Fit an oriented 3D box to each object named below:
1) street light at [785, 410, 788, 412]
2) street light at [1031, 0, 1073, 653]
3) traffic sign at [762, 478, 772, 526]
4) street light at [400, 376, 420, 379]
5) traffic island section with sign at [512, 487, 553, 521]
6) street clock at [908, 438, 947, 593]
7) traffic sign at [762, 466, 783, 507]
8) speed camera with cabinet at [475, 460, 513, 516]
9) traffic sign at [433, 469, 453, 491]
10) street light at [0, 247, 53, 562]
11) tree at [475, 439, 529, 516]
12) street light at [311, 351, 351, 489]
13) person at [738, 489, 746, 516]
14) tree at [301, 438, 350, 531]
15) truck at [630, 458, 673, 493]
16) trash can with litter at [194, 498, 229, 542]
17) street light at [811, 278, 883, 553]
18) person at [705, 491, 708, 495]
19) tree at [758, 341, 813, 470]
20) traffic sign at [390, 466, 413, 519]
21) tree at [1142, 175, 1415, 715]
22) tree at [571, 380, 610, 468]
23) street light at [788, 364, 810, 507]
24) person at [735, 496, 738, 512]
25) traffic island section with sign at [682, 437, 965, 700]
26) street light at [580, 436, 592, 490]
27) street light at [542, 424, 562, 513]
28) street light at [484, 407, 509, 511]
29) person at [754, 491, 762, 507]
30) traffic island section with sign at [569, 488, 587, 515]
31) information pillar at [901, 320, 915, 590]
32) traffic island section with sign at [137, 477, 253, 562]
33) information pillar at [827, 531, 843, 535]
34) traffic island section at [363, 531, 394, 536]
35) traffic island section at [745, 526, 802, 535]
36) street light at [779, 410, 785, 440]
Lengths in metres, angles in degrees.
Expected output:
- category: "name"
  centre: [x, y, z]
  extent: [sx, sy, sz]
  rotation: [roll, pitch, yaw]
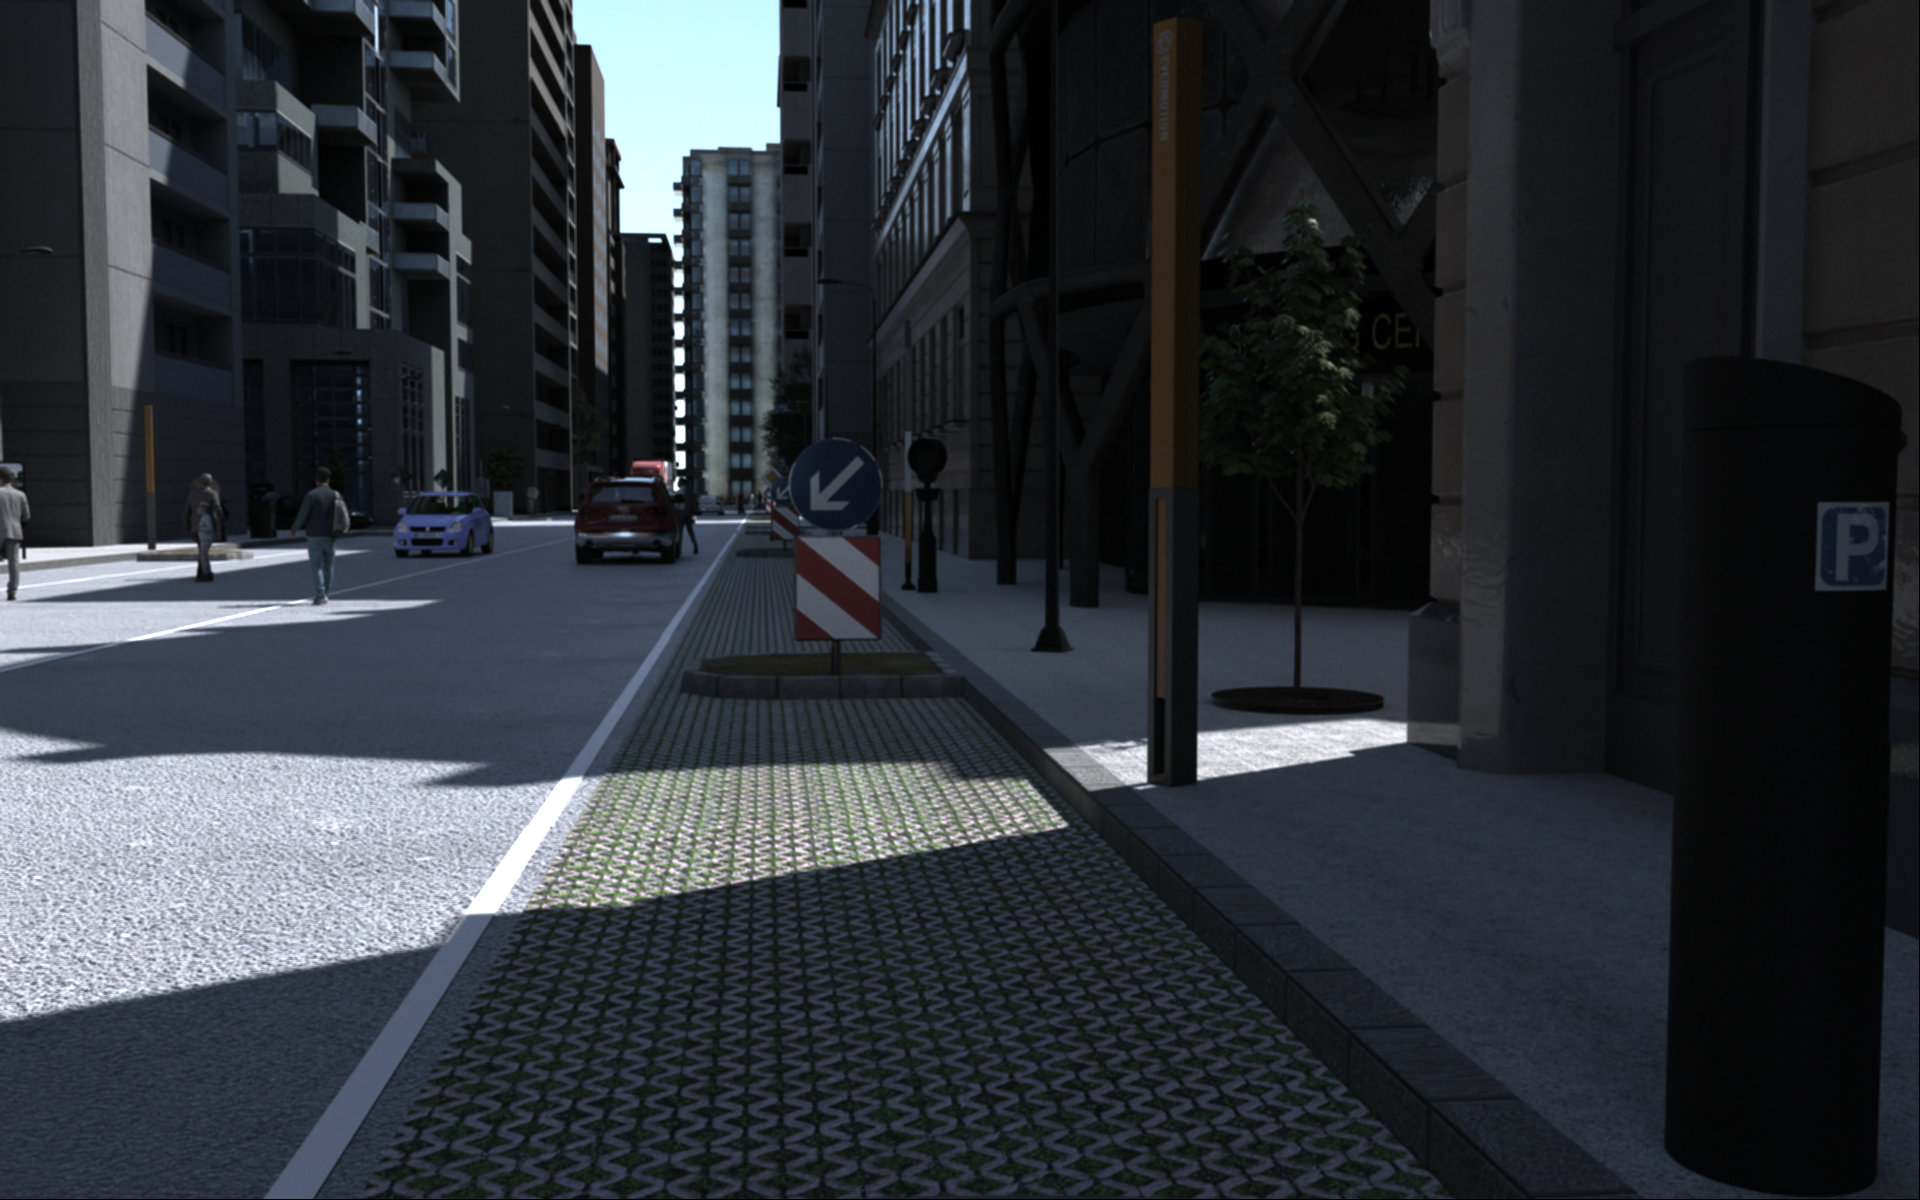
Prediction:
- category: "street light"
  centre: [-6.460, -6.110, 72.439]
  extent: [1.470, 5.913, 1.316]
  rotation: [0, 4, -7]
- category: "street light"
  centre: [0.217, -2.533, 13.954]
  extent: [1.470, 5.913, 1.316]
  rotation: [0, 4, -7]
- category: "traffic sign"
  centre: [-7.616, -4.053, 69.914]
  extent: [0.795, 2.450, 0.064]
  rotation: [0, 4, -7]
- category: "street light"
  centre: [-21.900, -5.847, 68.144]
  extent: [1.470, 5.913, 1.316]
  rotation: [0, 4, -7]
- category: "traffic island section with sign"
  centre: [-22.933, -5.161, 93.012]
  extent: [1.989, 1.847, 2.006]
  rotation: [0, 4, -7]
- category: "street clock"
  centre: [-0.424, -1.100, 22.549]
  extent: [0.471, 2.002, 0.358]
  rotation: [2, 4, 33]
- category: "traffic sign"
  centre: [-6.707, -3.568, 61.980]
  extent: [0.795, 2.450, 0.064]
  rotation: [0, 4, -7]
- category: "speed camera with cabinet"
  centre: [-26.895, -6.460, 99.964]
  extent: [2.038, 3.252, 0.660]
  rotation: [0, 4, 4]
- category: "traffic sign"
  centre: [-20.429, -3.965, 68.473]
  extent: [0.795, 2.450, 0.064]
  rotation: [0, 4, -7]
- category: "street light"
  centre: [-17.773, -3.679, 32.686]
  extent: [1.470, 5.913, 1.316]
  rotation: [0, 4, -7]
- category: "tree"
  centre: [-27.474, -7.361, 104.058]
  extent: [4.285, 4.588, 4.351]
  rotation: [0, 3, 0]
- category: "street light"
  centre: [-20.421, -5.117, 56.212]
  extent: [1.470, 5.913, 1.316]
  rotation: [0, 4, -7]
- category: "person"
  centre: [-14.605, -6.521, 115.544]
  extent: [0.576, 1.772, 0.534]
  rotation: [2, 4, 32]
- category: "tree"
  centre: [-21.568, -3.984, 59.743]
  extent: [1.663, 3.219, 1.824]
  rotation: [0, 3, 0]
- category: "truck"
  centre: [-24.600, -9.124, 138.088]
  extent: [2.839, 4.237, 11.283]
  rotation: [0, 4, -5]
- category: "trash can with litter"
  centre: [-20.082, -2.135, 46.290]
  extent: [1.055, 1.170, 0.624]
  rotation: [1, 4, 16]
- category: "street light"
  centre: [-2.388, -3.972, 37.485]
  extent: [1.470, 5.913, 1.316]
  rotation: [0, 4, -7]
- category: "person"
  centre: [-28.237, -11.273, 193.369]
  extent: [0.434, 1.755, 0.990]
  rotation: [-2, 4, -28]
- category: "tree"
  centre: [-9.155, -10.531, 106.590]
  extent: [7.601, 10.594, 8.767]
  rotation: [-3, 5, -42]
- category: "traffic sign"
  centre: [-19.520, -3.480, 60.539]
  extent: [0.795, 2.450, 0.064]
  rotation: [0, 4, -7]
- category: "tree"
  centre: [2.164, -0.976, 10.561]
  extent: [1.663, 3.219, 1.824]
  rotation: [0, 3, 0]
- category: "tree"
  centre: [-30.834, -12.079, 131.901]
  extent: [8.767, 10.594, 7.601]
  rotation: [0, 4, -8]
- category: "street light"
  centre: [-5.301, -5.475, 62.056]
  extent: [1.470, 5.913, 1.316]
  rotation: [0, 4, -7]
- category: "person"
  centre: [-17.712, -7.636, 137.616]
  extent: [0.475, 1.303, 0.640]
  rotation: [2, 4, 28]
- category: "traffic island section with sign"
  centre: [-1.062, -0.264, 12.946]
  extent: [1.989, 1.847, 2.006]
  rotation: [0, 4, -7]
- category: "street light"
  centre: [-30.007, -10.202, 139.345]
  extent: [1.470, 5.913, 1.316]
  rotation: [0, 4, -7]
- category: "street light"
  centre: [-27.232, -8.745, 115.518]
  extent: [1.470, 5.913, 1.316]
  rotation: [0, 4, -7]
- category: "street light"
  centre: [-24.646, -7.305, 91.985]
  extent: [1.470, 5.913, 1.316]
  rotation: [0, 4, -7]
- category: "person"
  centre: [-22.186, -11.107, 190.622]
  extent: [0.750, 1.759, 0.617]
  rotation: [-2, 4, -31]
- category: "traffic island section with sign"
  centre: [-26.056, -6.831, 120.315]
  extent: [1.989, 1.847, 2.006]
  rotation: [0, 4, -7]
- category: "information pillar"
  centre: [-0.692, -1.943, 23.115]
  extent: [0.183, 3.616, 0.504]
  rotation: [0, 4, -2]
- category: "traffic island section with sign"
  centre: [-16.604, -1.784, 37.792]
  extent: [1.989, 1.847, 2.006]
  rotation: [0, 4, -7]
- category: "information pillar"
  centre: [-3.320, -2.536, 45.958]
  extent: [0.304, 2.012, 0.304]
  rotation: [2, 4, 32]
- category: "traffic island section"
  centre: [-19.543, -2.344, 60.598]
  extent: [2.009, 0.180, 2.903]
  rotation: [0, 4, -7]
- category: "traffic island section"
  centre: [-6.685, -2.433, 62.060]
  extent: [2.009, 0.180, 2.903]
  rotation: [0, 4, -7]
- category: "street light"
  centre: [-9.131, -7.549, 95.962]
  extent: [1.470, 5.913, 1.316]
  rotation: [0, 4, -7]
